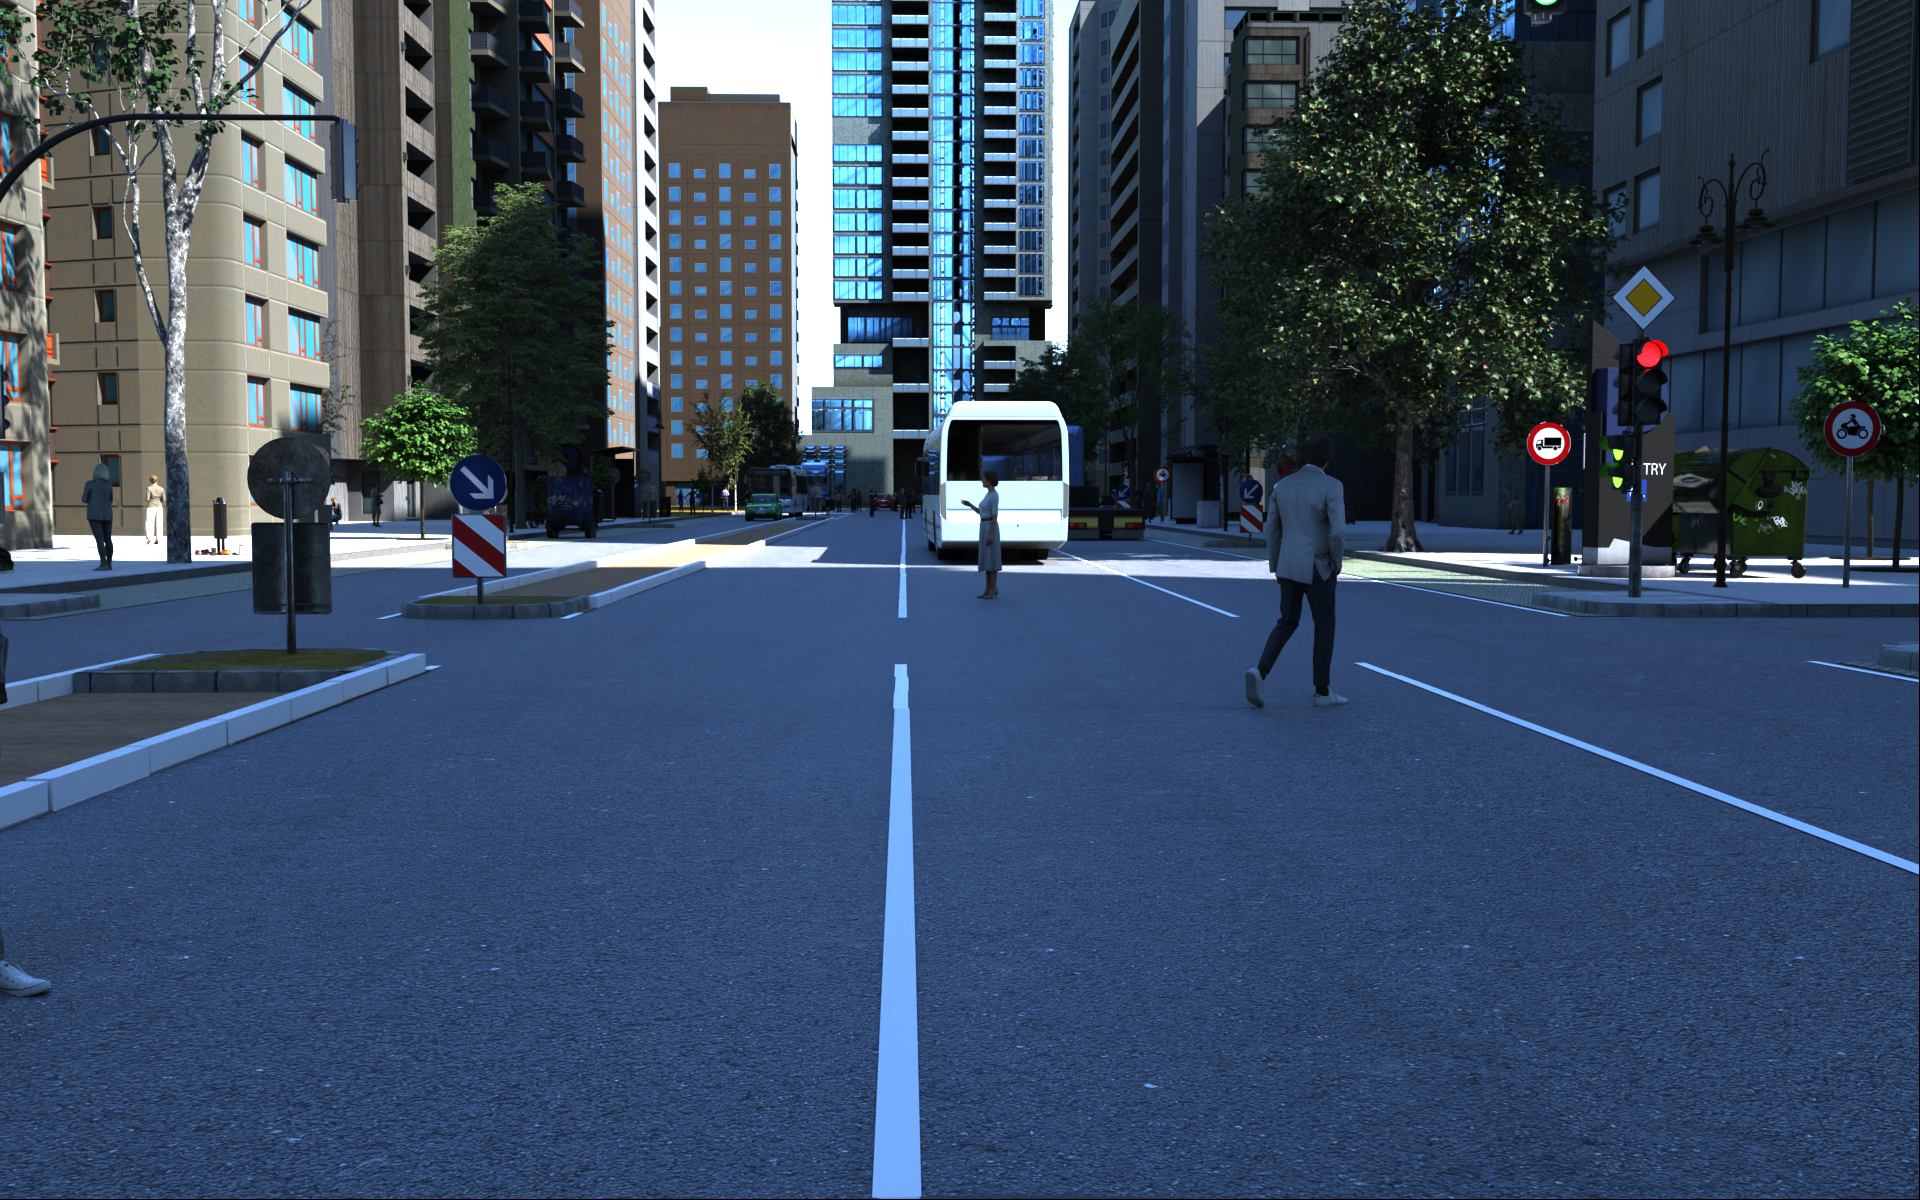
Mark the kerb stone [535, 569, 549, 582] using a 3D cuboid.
[{"bbox_3d":[-6.915,-0.370,28.247,0.120,0.150,1.000,0,4,-2],"label":"kerb stone"}]

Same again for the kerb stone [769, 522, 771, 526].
[{"bbox_3d":[-8.427,-3.247,75.374,0.120,0.150,1.000,0,4,-2],"label":"kerb stone"}]

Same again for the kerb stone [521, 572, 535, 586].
[{"bbox_3d":[-6.880,-0.307,27.223,0.120,0.150,1.000,0,4,-2],"label":"kerb stone"}]

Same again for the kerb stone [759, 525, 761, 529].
[{"bbox_3d":[-8.269,-2.938,70.250,0.120,0.150,1.000,0,4,-2],"label":"kerb stone"}]

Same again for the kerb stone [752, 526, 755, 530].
[{"bbox_3d":[-8.164,-2.750,67.184,0.120,0.150,1.000,0,4,-2],"label":"kerb stone"}]

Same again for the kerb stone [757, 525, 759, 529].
[{"bbox_3d":[-8.227,-2.877,69.228,0.120,0.150,1.000,0,4,-2],"label":"kerb stone"}]

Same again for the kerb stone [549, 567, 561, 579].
[{"bbox_3d":[-6.954,-0.430,29.272,0.120,0.150,1.000,0,4,-2],"label":"kerb stone"}]

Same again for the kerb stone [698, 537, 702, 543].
[{"bbox_3d":[-7.604,-1.687,49.772,0.120,0.150,1.000,0,4,-2],"label":"kerb stone"}]

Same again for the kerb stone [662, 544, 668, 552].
[{"bbox_3d":[-7.371,-1.248,42.594,0.120,0.150,1.000,0,4,-2],"label":"kerb stone"}]

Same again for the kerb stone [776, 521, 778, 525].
[{"bbox_3d":[-8.556,-3.503,79.469,0.120,0.150,1.000,0,4,-2],"label":"kerb stone"}]

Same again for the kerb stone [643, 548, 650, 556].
[{"bbox_3d":[-7.277,-1.060,39.522,0.120,0.150,1.000,0,4,-2],"label":"kerb stone"}]

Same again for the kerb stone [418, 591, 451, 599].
[{"bbox_3d":[-6.723,0.010,22.109,0.120,0.150,1.000,0,4,-2],"label":"kerb stone"}]

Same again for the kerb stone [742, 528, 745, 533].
[{"bbox_3d":[-8.030,-2.501,63.080,0.120,0.150,1.000,0,4,-2],"label":"kerb stone"}]

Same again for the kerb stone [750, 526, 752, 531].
[{"bbox_3d":[-8.134,-2.688,66.151,0.120,0.150,1.000,0,4,-2],"label":"kerb stone"}]

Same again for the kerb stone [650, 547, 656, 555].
[{"bbox_3d":[-7.301,-1.122,40.544,0.120,0.150,1.000,0,4,-2],"label":"kerb stone"}]

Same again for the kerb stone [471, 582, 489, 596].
[{"bbox_3d":[-6.783,-0.115,24.153,0.120,0.150,1.000,0,4,-2],"label":"kerb stone"}]

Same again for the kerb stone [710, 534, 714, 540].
[{"bbox_3d":[-7.699,-1.874,52.843,0.120,0.150,1.000,0,4,-2],"label":"kerb stone"}]

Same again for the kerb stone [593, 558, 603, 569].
[{"bbox_3d":[-7.073,-0.683,33.363,0.120,0.150,1.000,0,4,-2],"label":"kerb stone"}]

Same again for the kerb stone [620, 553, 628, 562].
[{"bbox_3d":[-7.180,-0.869,36.436,0.120,0.150,1.000,0,4,-2],"label":"kerb stone"}]

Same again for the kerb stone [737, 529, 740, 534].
[{"bbox_3d":[-7.964,-2.372,61.032,0.120,0.150,1.000,0,4,-2],"label":"kerb stone"}]

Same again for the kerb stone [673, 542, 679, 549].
[{"bbox_3d":[-7.444,-1.373,44.639,0.120,0.150,1.000,0,4,-2],"label":"kerb stone"}]

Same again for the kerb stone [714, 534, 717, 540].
[{"bbox_3d":[-7.736,-1.936,53.865,0.120,0.150,1.000,0,4,-2],"label":"kerb stone"}]

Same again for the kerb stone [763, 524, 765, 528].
[{"bbox_3d":[-8.329,-3.062,72.294,0.120,0.150,1.000,0,4,-2],"label":"kerb stone"}]

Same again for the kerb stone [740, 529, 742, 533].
[{"bbox_3d":[-8.000,-2.438,62.058,0.120,0.150,1.000,0,4,-2],"label":"kerb stone"}]

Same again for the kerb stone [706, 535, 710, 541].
[{"bbox_3d":[-7.666,-1.810,51.821,0.120,0.150,1.000,0,4,-2],"label":"kerb stone"}]

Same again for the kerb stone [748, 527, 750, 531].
[{"bbox_3d":[-8.101,-2.626,65.129,0.120,0.150,1.000,0,4,-2],"label":"kerb stone"}]

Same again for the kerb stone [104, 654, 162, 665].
[{"bbox_3d":[-6.439,0.538,13.421,0.120,0.150,1.000,0,4,-2],"label":"kerb stone"}]

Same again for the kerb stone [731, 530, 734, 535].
[{"bbox_3d":[-7.897,-2.250,58.984,0.120,0.150,1.000,0,4,-2],"label":"kerb stone"}]

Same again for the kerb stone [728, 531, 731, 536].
[{"bbox_3d":[-7.865,-2.181,57.963,0.120,0.150,1.000,0,4,-2],"label":"kerb stone"}]

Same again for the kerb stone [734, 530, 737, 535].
[{"bbox_3d":[-7.933,-2.313,60.006,0.120,0.150,1.000,0,4,-2],"label":"kerb stone"}]

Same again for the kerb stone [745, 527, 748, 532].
[{"bbox_3d":[-8.064,-2.561,64.107,0.120,0.150,1.000,0,4,-2],"label":"kerb stone"}]

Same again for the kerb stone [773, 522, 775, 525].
[{"bbox_3d":[-8.494,-3.378,77.423,0.120,0.150,1.000,0,4,-2],"label":"kerb stone"}]

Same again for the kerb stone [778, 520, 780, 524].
[{"bbox_3d":[-8.593,-3.566,80.493,0.120,0.150,1.000,0,4,-2],"label":"kerb stone"}]

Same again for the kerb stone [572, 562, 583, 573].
[{"bbox_3d":[-7.012,-0.554,31.316,0.120,0.150,1.000,0,4,-2],"label":"kerb stone"}]

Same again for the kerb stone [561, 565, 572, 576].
[{"bbox_3d":[-6.980,-0.495,30.294,0.120,0.150,1.000,0,4,-2],"label":"kerb stone"}]

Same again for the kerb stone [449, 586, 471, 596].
[{"bbox_3d":[-6.758,-0.052,23.130,0.120,0.150,1.000,0,4,-2],"label":"kerb stone"}]

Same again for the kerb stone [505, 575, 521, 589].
[{"bbox_3d":[-6.852,-0.245,26.201,0.120,0.150,1.000,0,4,-2],"label":"kerb stone"}]

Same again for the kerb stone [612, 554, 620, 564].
[{"bbox_3d":[-7.153,-0.804,35.414,0.120,0.150,1.000,0,4,-2],"label":"kerb stone"}]

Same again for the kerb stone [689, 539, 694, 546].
[{"bbox_3d":[-7.533,-1.560,47.724,0.120,0.150,1.000,0,4,-2],"label":"kerb stone"}]

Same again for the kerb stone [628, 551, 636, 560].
[{"bbox_3d":[-7.207,-0.929,37.470,0.120,0.150,1.000,0,4,-2],"label":"kerb stone"}]

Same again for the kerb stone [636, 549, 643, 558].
[{"bbox_3d":[-7.249,-0.993,38.496,0.120,0.150,1.000,0,4,-2],"label":"kerb stone"}]

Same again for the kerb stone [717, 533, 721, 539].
[{"bbox_3d":[-7.770,-1.999,54.886,0.120,0.150,1.000,0,4,-2],"label":"kerb stone"}]

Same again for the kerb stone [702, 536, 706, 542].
[{"bbox_3d":[-7.633,-1.749,50.796,0.120,0.150,1.000,0,4,-2],"label":"kerb stone"}]

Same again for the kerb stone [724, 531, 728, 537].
[{"bbox_3d":[-7.834,-2.123,56.936,0.120,0.150,1.000,0,4,-2],"label":"kerb stone"}]

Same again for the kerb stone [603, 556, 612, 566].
[{"bbox_3d":[-7.115,-0.745,34.385,0.120,0.150,1.000,0,4,-2],"label":"kerb stone"}]

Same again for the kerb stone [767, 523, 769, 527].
[{"bbox_3d":[-8.398,-3.189,74.338,0.120,0.150,1.000,0,4,-2],"label":"kerb stone"}]

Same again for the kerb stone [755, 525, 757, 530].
[{"bbox_3d":[-8.194,-2.814,68.205,0.120,0.150,1.000,0,4,-2],"label":"kerb stone"}]

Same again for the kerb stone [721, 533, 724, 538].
[{"bbox_3d":[-7.801,-2.062,55.908,0.120,0.150,1.000,0,4,-2],"label":"kerb stone"}]

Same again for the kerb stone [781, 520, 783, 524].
[{"bbox_3d":[-8.650,-3.687,82.546,0.120,0.150,1.000,0,4,-2],"label":"kerb stone"}]

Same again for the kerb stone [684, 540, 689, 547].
[{"bbox_3d":[-7.504,-1.496,46.694,0.120,0.150,1.000,0,4,-2],"label":"kerb stone"}]

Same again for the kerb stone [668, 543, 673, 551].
[{"bbox_3d":[-7.408,-1.310,43.617,0.120,0.150,1.000,0,4,-2],"label":"kerb stone"}]

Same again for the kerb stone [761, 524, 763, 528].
[{"bbox_3d":[-8.300,-3.002,71.271,0.120,0.150,1.000,0,4,-2],"label":"kerb stone"}]

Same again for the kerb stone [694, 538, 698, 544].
[{"bbox_3d":[-7.573,-1.619,48.748,0.120,0.150,1.000,0,4,-2],"label":"kerb stone"}]

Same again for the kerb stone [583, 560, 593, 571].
[{"bbox_3d":[-7.046,-0.621,32.341,0.120,0.150,1.000,0,4,-2],"label":"kerb stone"}]

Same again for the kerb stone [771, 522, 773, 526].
[{"bbox_3d":[-8.456,-3.311,76.396,0.120,0.150,1.000,0,4,-2],"label":"kerb stone"}]

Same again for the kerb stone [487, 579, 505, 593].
[{"bbox_3d":[-6.825,-0.182,25.174,0.120,0.150,1.000,0,4,-2],"label":"kerb stone"}]

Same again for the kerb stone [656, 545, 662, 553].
[{"bbox_3d":[-7.340,-1.181,41.566,0.120,0.150,1.000,0,4,-2],"label":"kerb stone"}]

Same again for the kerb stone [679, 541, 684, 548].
[{"bbox_3d":[-7.476,-1.435,45.665,0.120,0.150,1.000,0,4,-2],"label":"kerb stone"}]

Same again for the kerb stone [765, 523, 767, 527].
[{"bbox_3d":[-8.361,-3.123,73.316,0.120,0.150,1.000,0,4,-2],"label":"kerb stone"}]
